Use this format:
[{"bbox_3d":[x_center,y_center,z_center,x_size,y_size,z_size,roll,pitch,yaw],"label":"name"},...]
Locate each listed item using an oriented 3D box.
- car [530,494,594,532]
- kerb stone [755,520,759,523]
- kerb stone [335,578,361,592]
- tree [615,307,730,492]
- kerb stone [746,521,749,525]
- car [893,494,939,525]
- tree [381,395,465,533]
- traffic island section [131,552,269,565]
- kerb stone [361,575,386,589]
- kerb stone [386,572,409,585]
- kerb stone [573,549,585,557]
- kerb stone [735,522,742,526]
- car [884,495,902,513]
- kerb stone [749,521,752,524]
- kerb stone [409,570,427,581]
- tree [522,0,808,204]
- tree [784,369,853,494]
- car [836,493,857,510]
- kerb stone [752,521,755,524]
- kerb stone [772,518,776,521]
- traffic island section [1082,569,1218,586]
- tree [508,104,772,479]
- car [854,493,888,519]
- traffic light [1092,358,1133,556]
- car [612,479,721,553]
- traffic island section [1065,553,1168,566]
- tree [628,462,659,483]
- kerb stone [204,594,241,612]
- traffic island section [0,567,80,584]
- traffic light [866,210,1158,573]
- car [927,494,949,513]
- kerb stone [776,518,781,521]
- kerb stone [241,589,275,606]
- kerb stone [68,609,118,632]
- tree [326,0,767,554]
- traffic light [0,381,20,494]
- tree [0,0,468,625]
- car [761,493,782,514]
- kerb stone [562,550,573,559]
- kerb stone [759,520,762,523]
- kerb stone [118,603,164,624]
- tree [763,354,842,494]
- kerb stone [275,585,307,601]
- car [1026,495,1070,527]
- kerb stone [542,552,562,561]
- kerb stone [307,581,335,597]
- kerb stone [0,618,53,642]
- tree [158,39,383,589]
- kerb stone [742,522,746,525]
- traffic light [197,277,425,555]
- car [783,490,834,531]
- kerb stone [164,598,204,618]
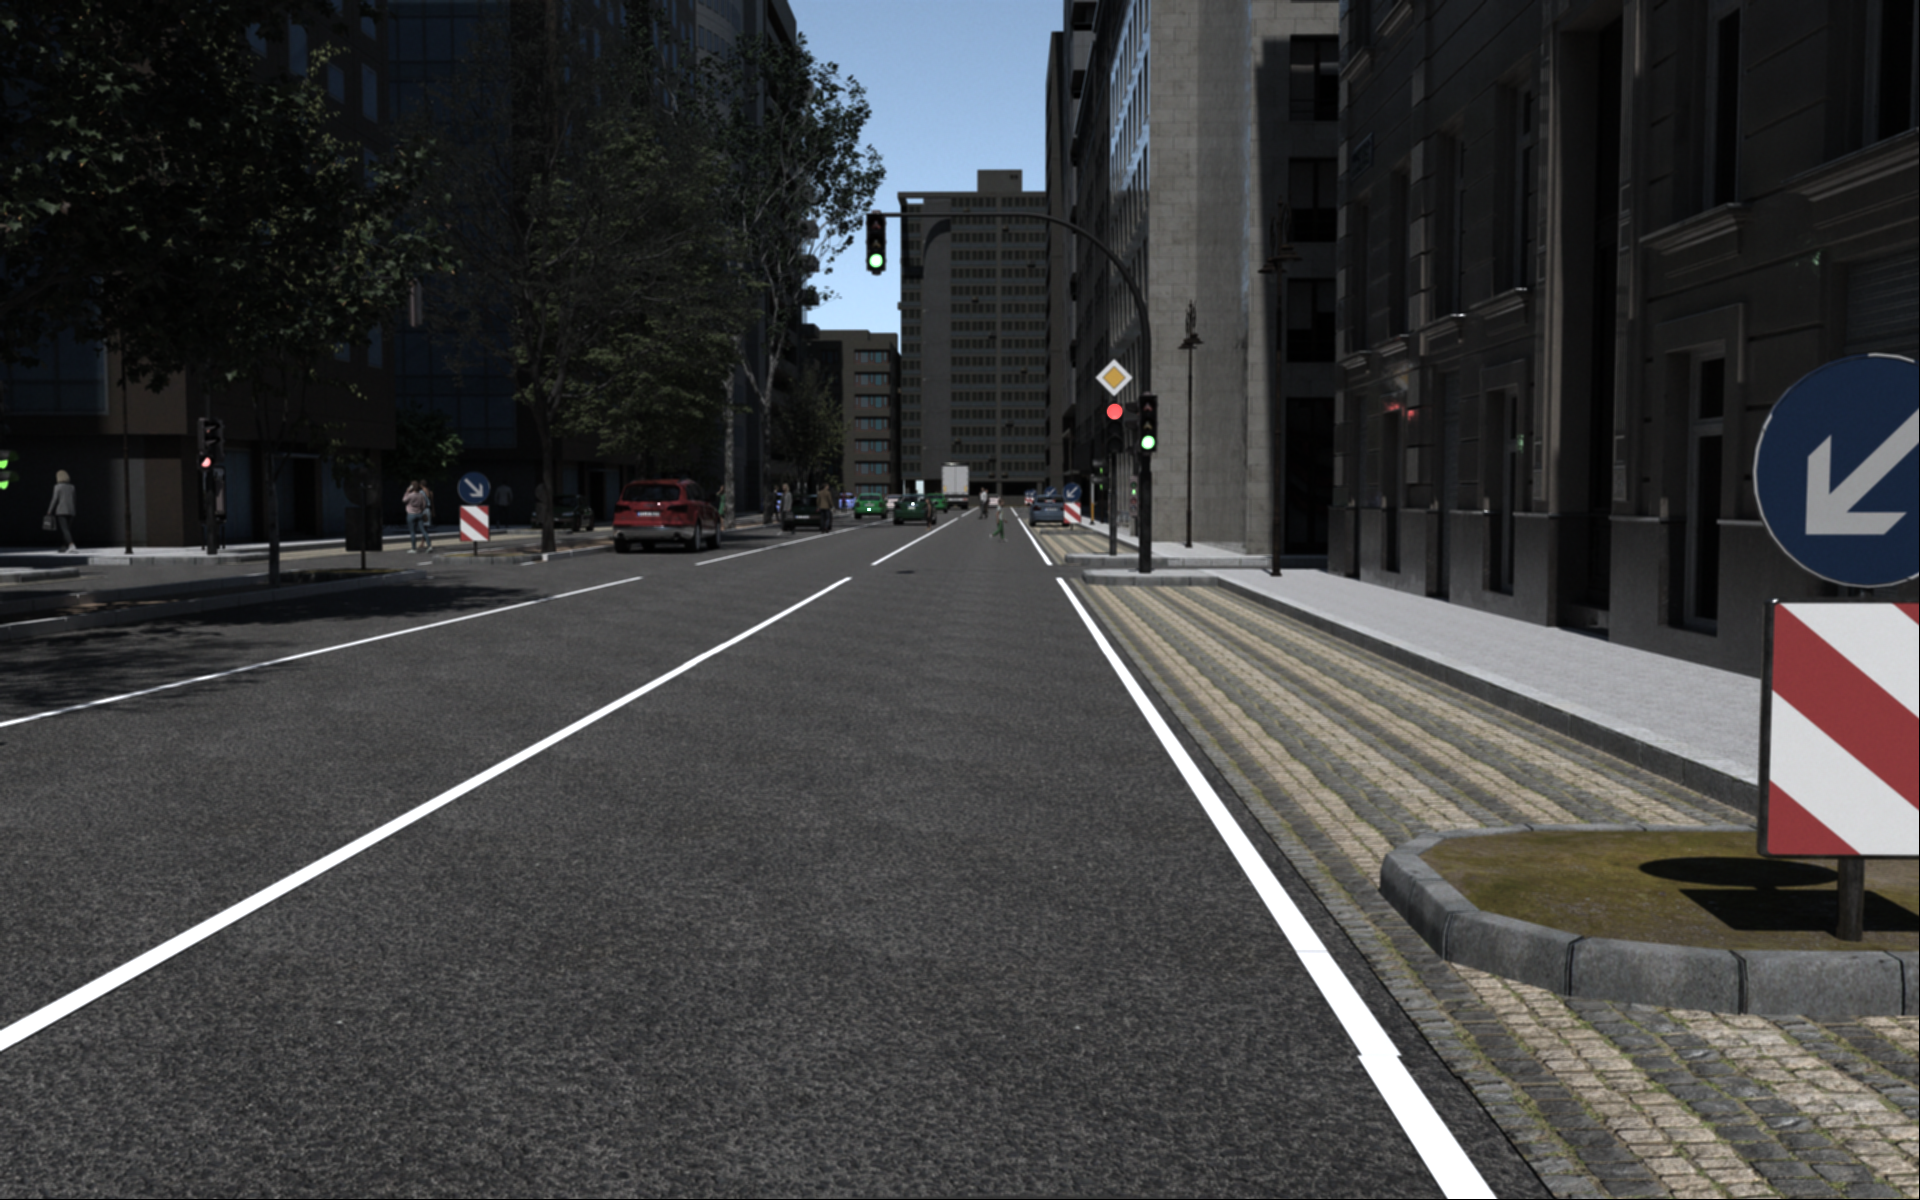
[{"bbox_3d":[-14.994,-3.401,65.385,2.009,1.686,4.222,0,4,-1],"label":"car"},{"bbox_3d":[-9.858,-3.698,82.662,0.120,0.150,1.000,0,4,1],"label":"kerb stone"},{"bbox_3d":[-9.150,-0.211,25.648,0.120,0.150,1.000,0,4,1],"label":"kerb stone"},{"bbox_3d":[-9.510,-6.383,57.179,4.737,8.622,4.395,0,3,0],"label":"tree"},{"bbox_3d":[-9.935,-3.508,79.590,0.120,0.150,1.000,0,4,1],"label":"kerb stone"},{"bbox_3d":[-2.103,-4.252,81.317,2.131,1.459,4.920,0,4,3],"label":"car"},{"bbox_3d":[-18.006,-4.486,57.063,4.285,4.588,4.351,0,3,0],"label":"tree"},{"bbox_3d":[-15.821,-0.876,36.599,2.009,0.180,2.903,0,4,1],"label":"traffic island section"},{"bbox_3d":[-9.122,-0.274,26.676,0.120,0.150,1.000,0,4,1],"label":"kerb stone"},{"bbox_3d":[-9.092,-0.334,27.706,0.120,0.150,1.000,0,4,1],"label":"kerb stone"},{"bbox_3d":[-8.801,-1.058,39.529,0.120,0.150,1.000,0,4,1],"label":"kerb stone"},{"bbox_3d":[-9.989,-3.378,77.536,0.120,0.150,1.000,0,4,1],"label":"kerb stone"},{"bbox_3d":[-4.934,-7.382,133.063,2.083,1.381,4.827,0,4,1],"label":"car"},{"bbox_3d":[-9.920,-3.573,80.618,0.120,0.150,1.000,0,4,1],"label":"kerb stone"},{"bbox_3d":[-9.075,-0.398,28.727,0.120,0.150,1.000,0,4,1],"label":"kerb stone"},{"bbox_3d":[-10.080,-12.773,67.177,12.611,20.169,13.585,0,3,0],"label":"tree"},{"bbox_3d":[-8.120,-8.959,99.302,4.737,8.622,4.395,0,3,0],"label":"tree"},{"bbox_3d":[-10.354,-9.058,157.696,1.945,1.707,3.694,0,4,0],"label":"car"},{"bbox_3d":[-9.893,-3.632,81.640,0.120,0.150,1.000,0,4,1],"label":"kerb stone"},{"bbox_3d":[-9.711,-4.070,88.806,0.120,0.150,1.000,0,4,1],"label":"kerb stone"},{"bbox_3d":[3.020,-0.359,28.150,2.009,0.180,2.903,0,4,1],"label":"traffic island section"},{"bbox_3d":[-9.453,-7.968,50.856,7.486,12.596,7.792,0,3,0],"label":"tree"},{"bbox_3d":[-5.132,-5.577,99.982,1.959,1.807,4.718,0,4,0],"label":"car"},{"bbox_3d":[3.175,-2.881,36.019,0.839,4.253,0.868,0,4,1],"label":"traffic light"},{"bbox_3d":[-7.345,-2.141,43.684,2.281,1.827,5.304,0,4,1],"label":"car"},{"bbox_3d":[3.215,-0.847,36.132,2.009,0.180,2.903,0,4,1],"label":"traffic island section"},{"bbox_3d":[-16.420,-5.844,90.158,1.663,3.219,1.824,0,3,0],"label":"tree"},{"bbox_3d":[-9.256,0.039,21.555,0.120,0.150,1.000,0,4,1],"label":"kerb stone"},{"bbox_3d":[-16.016,-0.387,28.616,2.009,0.180,2.903,0,4,1],"label":"traffic island section"},{"bbox_3d":[0.887,-3.259,27.946,4.771,5.953,1.251,0,4,1],"label":"traffic light"},{"bbox_3d":[-1.845,-7.505,131.510,1.959,1.807,4.718,0,4,1],"label":"car"},{"bbox_3d":[-9.664,-4.199,90.856,0.120,0.150,1.000,0,4,1],"label":"kerb stone"},{"bbox_3d":[-9.230,-0.020,22.580,0.120,0.150,1.000,0,4,1],"label":"kerb stone"},{"bbox_3d":[-9.326,0.227,18.481,0.120,0.150,1.000,0,4,1],"label":"kerb stone"},{"bbox_3d":[-9.778,-7.823,40.740,12.009,13.543,11.850,0,3,0],"label":"tree"},{"bbox_3d":[-15.976,-2.420,28.481,0.839,4.253,0.868,0,4,1],"label":"traffic light"},{"bbox_3d":[-10.555,-6.024,17.958,9.611,12.733,9.660,0,3,0],"label":"tree"},{"bbox_3d":[-13.521,-7.153,126.542,1.945,1.707,3.694,0,4,2],"label":"car"},{"bbox_3d":[-8.835,-0.991,38.502,0.120,0.150,1.000,0,4,1],"label":"kerb stone"},{"bbox_3d":[-9.839,-3.761,83.695,0.120,0.150,1.000,0,4,1],"label":"kerb stone"},{"bbox_3d":[-9.297,0.165,19.504,0.120,0.150,1.000,0,4,1],"label":"kerb stone"},{"bbox_3d":[-8.413,-8.385,89.909,4.360,8.622,3.978,0,3,0],"label":"tree"},{"bbox_3d":[-9.198,-0.084,23.605,0.120,0.150,1.000,0,4,1],"label":"kerb stone"},{"bbox_3d":[3.955,-3.959,76.733,2.014,1.417,4.499,0,4,1],"label":"car"},{"bbox_3d":[-8.853,-0.935,37.476,0.120,0.150,1.000,0,4,1],"label":"kerb stone"},{"bbox_3d":[-9.173,-0.149,24.627,0.120,0.150,1.000,0,4,1],"label":"kerb stone"},{"bbox_3d":[-9.345,0.290,17.460,0.120,0.150,1.000,0,4,1],"label":"kerb stone"},{"bbox_3d":[-10.239,-4.444,25.473,4.737,8.622,4.395,0,3,0],"label":"tree"},{"bbox_3d":[-9.963,-3.447,78.565,0.120,0.150,1.000,0,4,1],"label":"kerb stone"},{"bbox_3d":[-13.688,-3.779,36.448,4.771,5.953,1.251,0,4,1],"label":"traffic light"},{"bbox_3d":[-6.000,-3.563,68.035,2.009,1.686,4.222,0,4,0],"label":"car"},{"bbox_3d":[-9.280,0.103,20.526,0.120,0.150,1.000,0,4,1],"label":"kerb stone"}]
